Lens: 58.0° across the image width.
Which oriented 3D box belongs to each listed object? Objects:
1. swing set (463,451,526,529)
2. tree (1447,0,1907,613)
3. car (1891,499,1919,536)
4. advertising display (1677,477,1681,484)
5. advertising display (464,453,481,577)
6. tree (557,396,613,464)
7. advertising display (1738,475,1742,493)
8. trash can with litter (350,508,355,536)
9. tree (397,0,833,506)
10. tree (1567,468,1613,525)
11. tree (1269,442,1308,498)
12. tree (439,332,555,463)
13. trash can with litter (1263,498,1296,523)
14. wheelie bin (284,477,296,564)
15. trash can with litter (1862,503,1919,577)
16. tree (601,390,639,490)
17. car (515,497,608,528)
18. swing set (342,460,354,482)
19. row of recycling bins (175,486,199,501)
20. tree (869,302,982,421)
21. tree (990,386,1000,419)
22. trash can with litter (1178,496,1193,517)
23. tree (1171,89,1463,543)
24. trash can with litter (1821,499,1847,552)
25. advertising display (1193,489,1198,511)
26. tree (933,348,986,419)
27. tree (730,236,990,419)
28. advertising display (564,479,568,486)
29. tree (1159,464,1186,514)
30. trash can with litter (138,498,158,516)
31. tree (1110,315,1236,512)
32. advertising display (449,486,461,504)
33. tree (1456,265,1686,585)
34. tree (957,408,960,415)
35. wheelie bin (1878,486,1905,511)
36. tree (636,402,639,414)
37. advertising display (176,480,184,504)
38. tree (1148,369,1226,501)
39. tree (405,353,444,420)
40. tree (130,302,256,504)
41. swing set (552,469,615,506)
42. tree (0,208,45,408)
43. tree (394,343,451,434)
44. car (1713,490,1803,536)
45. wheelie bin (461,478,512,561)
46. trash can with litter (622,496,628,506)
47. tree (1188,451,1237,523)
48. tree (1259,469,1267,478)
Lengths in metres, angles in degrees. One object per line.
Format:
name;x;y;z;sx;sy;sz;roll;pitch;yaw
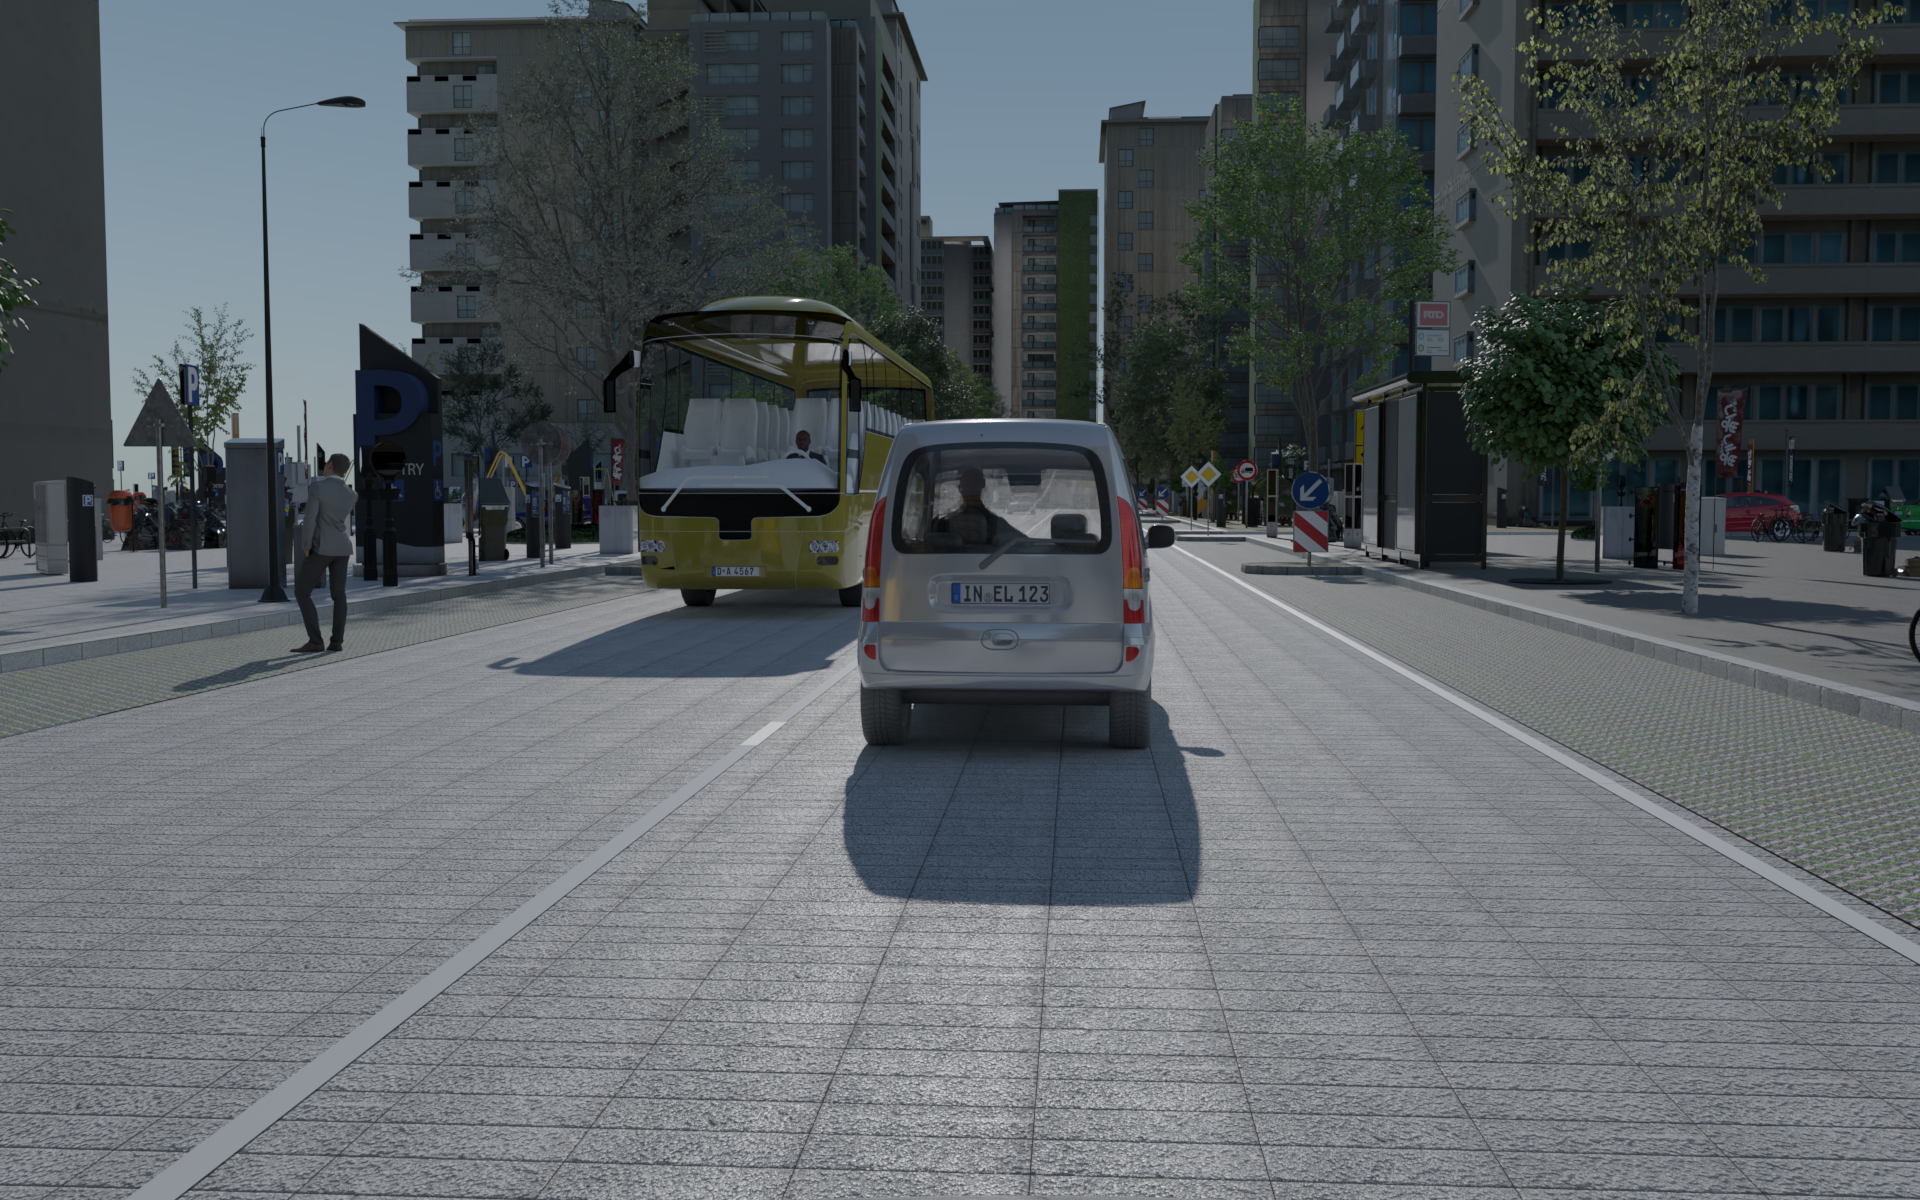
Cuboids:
swing set;-16.970;-4.084;64.387;2.862;2.851;3.119;-1;4;-13
tree;7.731;-4.175;18.619;4.360;8.622;3.978;0;3;0
car;32.489;-2.868;55.688;4.718;1.807;1.959;0;4;5
advertising display;26.762;-3.628;64.537;0.123;1.923;0.974;2;4;24
advertising display;-7.687;-1.353;27.334;0.123;1.923;0.974;-1;4;-9
tree;-28.027;-10.922;128.944;4.360;8.622;3.978;0;3;0
advertising display;26.853;-3.329;59.651;0.123;1.923;0.974;2;4;25
trash can with litter;-18.592;-2.536;52.849;0.624;1.170;1.055;3;5;44
tree;-8.125;-8.047;41.945;12.009;13.543;11.850;0;3;0
tree;23.309;-4.222;63.631;1.663;3.219;1.824;0;3;0
tree;21.241;-7.729;110.087;4.285;4.588;4.351;0;3;0
tree;-26.919;-10.071;99.065;8.767;10.594;7.601;1;4;9
trash can with litter;14.376;-4.058;77.408;2.233;1.210;1.678;1;4;19
wheelie bin;-12.580;-1.449;31.604;0.980;1.594;0.693;1;4;13
trash can with litter;14.556;-0.957;27.030;1.055;1.170;0.624;0;4;-2
tree;-21.390;-10.091;115.355;4.737;8.622;4.395;0;3;0
car;-13.623;-2.812;58.549;3.894;1.354;1.945;0;4;3
swing set;-26.910;-4.870;77.248;2.862;2.851;3.119;-1;4;-22
row of recycling bins;-38.009;-4.953;88.093;3.534;1.692;1.069;-1;4;-14
tree;-3.262;-11.433;103.933;9.611;12.733;9.660;0;3;0
tree;0.034;-13.306;143.304;9.928;11.665;9.643;0;3;0
trash can with litter;12.808;-5.269;97.535;1.055;1.170;0.624;2;4;28
tree;9.204;-7.327;45.558;9.928;11.665;9.643;0;3;0
trash can with litter;19.675;-1.653;38.414;1.055;1.170;0.624;2;4;29
advertising display;15.946;-6.724;115.156;0.974;1.923;0.123;0;4;-7
tree;-1.077;-13.222;134.310;7.486;12.596;7.792;0;3;0
tree;-5.760;-8.741;68.665;9.928;11.665;9.643;0;3;0
advertising display;-16.855;-4.217;74.164;0.123;1.923;0.974;-1;4;-14
tree;14.058;-7.068;110.163;1.663;3.219;1.824;0;3;0
trash can with litter;-25.618;-2.663;54.932;0.624;1.170;1.055;-1;4;-10
tree;15.076;-13.213;122.680;9.857;13.997;8.962;0;3;0
advertising display;-40.191;-8.113;137.855;0.974;1.923;0.123;0;4;-3
tree;8.678;-2.521;24.934;4.285;4.588;4.351;0;3;0
tree;3.375;-16.058;196.961;8.767;10.594;7.601;0;4;-3
wheelie bin;35.582;-3.567;66.221;0.980;1.594;0.693;-1;4;-9
tree;-15.673;-8.799;94.220;4.360;8.622;3.978;0;3;0
advertising display;-37.086;-4.718;82.349;0.123;1.923;0.974;-1;4;-10
tree;13.439;-9.259;101.743;4.737;8.622;4.395;0;3;0
tree;-28.439;-8.498;89.305;4.360;8.622;3.978;0;3;0
tree;-28.861;-7.070;65.951;4.737;8.622;4.395;0;3;0
swing set;-22.866;-6.649;106.333;3.119;2.851;2.862;-2;4;-35
tree;-9.379;-1.877;14.396;4.285;4.588;4.351;0;3;0
tree;-26.546;-8.161;83.793;4.737;8.622;4.395;0;3;0
car;25.105;-2.914;56.680;4.494;1.783;2.155;0;4;6
wheelie bin;-9.130;-1.552;33.285;0.693;1.594;0.980;3;5;44
trash can with litter;-15.522;-4.200;79.733;2.233;1.210;1.678;2;4;30
tree;11.407;-5.064;77.402;1.663;3.219;1.824;0;3;0
tree;23.087;-8.305;130.392;1.663;3.219;1.824;0;3;0
